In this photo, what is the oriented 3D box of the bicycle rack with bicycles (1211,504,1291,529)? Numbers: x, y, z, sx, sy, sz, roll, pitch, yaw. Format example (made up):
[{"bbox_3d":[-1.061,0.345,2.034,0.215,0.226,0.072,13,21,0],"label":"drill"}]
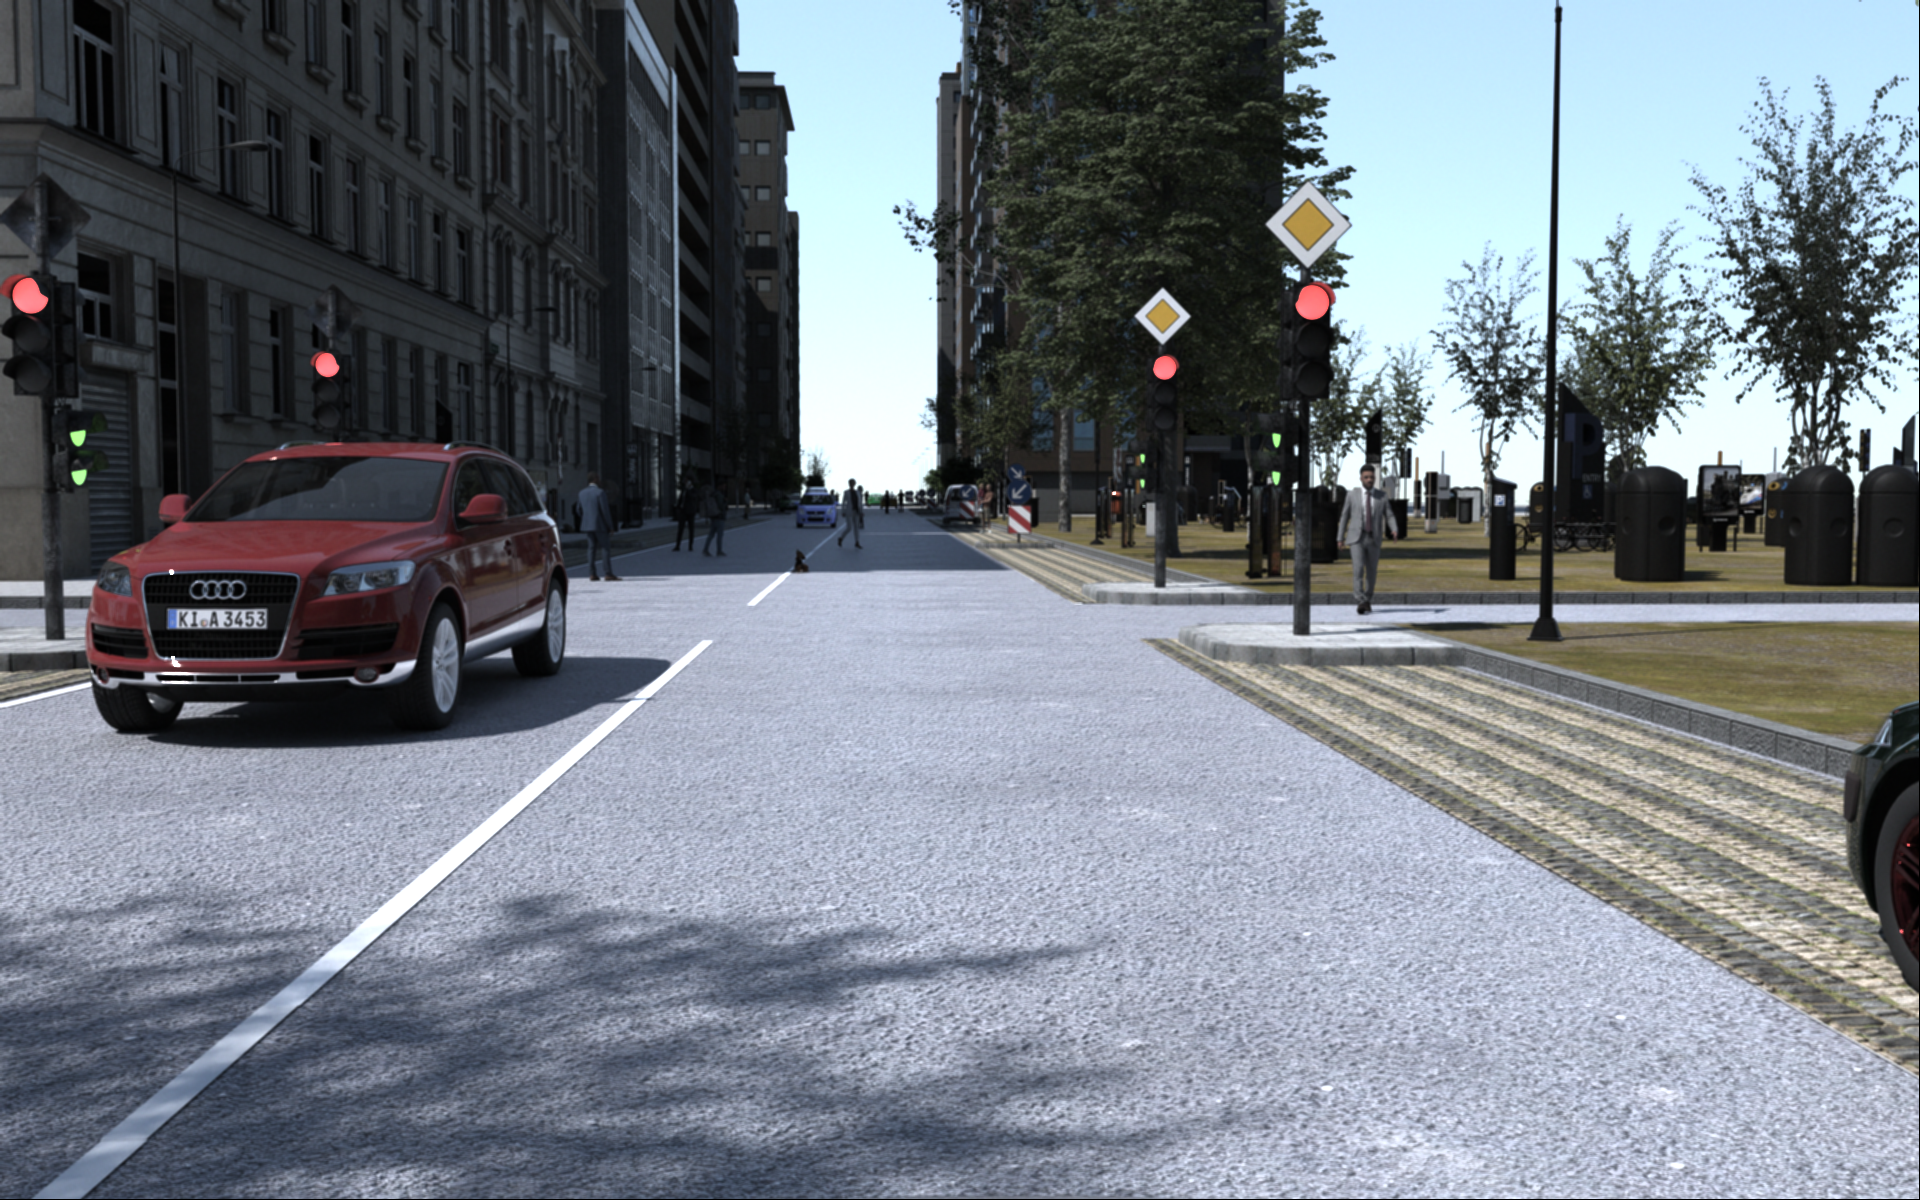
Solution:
[{"bbox_3d":[11.001,-3.171,65.230,2.925,0.926,2.852,1,4,12],"label":"bicycle rack with bicycles"}]

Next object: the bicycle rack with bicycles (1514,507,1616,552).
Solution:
[{"bbox_3d":[14.043,-1.574,39.113,2.925,0.926,2.852,3,4,36],"label":"bicycle rack with bicycles"}]

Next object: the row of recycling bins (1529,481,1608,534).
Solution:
[{"bbox_3d":[20.135,-3.040,56.817,1.069,1.692,3.534,-2,4,-27],"label":"row of recycling bins"}]

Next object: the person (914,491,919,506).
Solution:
[{"bbox_3d":[-5.098,-11.896,202.863,0.599,1.838,0.709,3,5,39],"label":"person"}]

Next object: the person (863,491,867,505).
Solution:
[{"bbox_3d":[-12.096,-13.115,222.915,1.348,1.826,0.705,-2,4,-34],"label":"person"}]

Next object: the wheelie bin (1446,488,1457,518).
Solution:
[{"bbox_3d":[26.683,-5.265,93.994,0.693,1.594,0.980,0,4,4],"label":"wheelie bin"}]

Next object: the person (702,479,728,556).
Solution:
[{"bbox_3d":[-5.569,-1.893,39.803,0.623,1.781,0.721,3,5,44],"label":"person"}]

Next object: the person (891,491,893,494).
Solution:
[{"bbox_3d":[-9.463,-14.255,241.576,0.705,1.824,1.348,-1,4,-20],"label":"person"}]

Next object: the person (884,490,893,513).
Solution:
[{"bbox_3d":[-5.341,-7.309,128.721,0.721,1.735,1.217,-2,4,-30],"label":"person"}]

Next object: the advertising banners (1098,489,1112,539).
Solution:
[{"bbox_3d":[4.346,-3.329,50.612,0.090,3.025,2.074,1,4,20],"label":"advertising banners"}]

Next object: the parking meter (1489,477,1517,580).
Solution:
[{"bbox_3d":[8.106,-1.066,25.843,0.372,1.533,0.369,0,3,0],"label":"parking meter"}]

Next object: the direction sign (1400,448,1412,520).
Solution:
[{"bbox_3d":[21.774,-5.667,84.658,0.876,3.537,0.379,-3,4,-38],"label":"direction sign"}]

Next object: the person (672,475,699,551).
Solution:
[{"bbox_3d":[-6.906,-2.191,43.691,0.648,1.900,0.474,1,4,16],"label":"person"}]

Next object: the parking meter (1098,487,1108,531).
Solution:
[{"bbox_3d":[4.915,-3.135,59.663,0.372,1.533,0.369,0,3,0],"label":"parking meter"}]

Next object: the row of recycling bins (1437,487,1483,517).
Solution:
[{"bbox_3d":[28.370,-5.558,97.985,3.534,1.692,1.069,-3,4,-36],"label":"row of recycling bins"}]

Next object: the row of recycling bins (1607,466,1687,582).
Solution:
[{"bbox_3d":[10.657,-1.200,26.740,1.069,1.692,3.534,1,4,22],"label":"row of recycling bins"}]

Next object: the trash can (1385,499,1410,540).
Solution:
[{"bbox_3d":[12.349,-2.286,49.025,0.748,1.137,0.748,0,3,0],"label":"trash can"}]

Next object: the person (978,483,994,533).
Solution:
[{"bbox_3d":[0.922,-3.391,63.911,0.580,1.828,0.573,-1,4,-15],"label":"person"}]

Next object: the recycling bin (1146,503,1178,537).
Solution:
[{"bbox_3d":[5.994,-2.376,51.398,0.722,1.027,0.722,3,4,36],"label":"recycling bin"}]

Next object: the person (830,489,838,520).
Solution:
[{"bbox_3d":[-6.952,-5.210,94.693,0.512,1.701,0.522,-1,4,-22],"label":"person"}]

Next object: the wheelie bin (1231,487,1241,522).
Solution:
[{"bbox_3d":[12.590,-4.407,79.967,0.693,1.594,0.980,1,4,18],"label":"wheelie bin"}]

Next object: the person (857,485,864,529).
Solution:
[{"bbox_3d":[-4.248,-3.882,72.148,0.526,1.800,0.537,1,4,21],"label":"person"}]

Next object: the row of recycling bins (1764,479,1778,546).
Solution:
[{"bbox_3d":[20.098,-2.095,41.366,1.069,1.692,3.534,1,4,12],"label":"row of recycling bins"}]

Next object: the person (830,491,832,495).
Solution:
[{"bbox_3d":[-14.470,-11.358,194.290,0.705,1.812,1.348,1,4,14],"label":"person"}]

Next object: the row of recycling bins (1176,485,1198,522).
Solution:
[{"bbox_3d":[10.376,-4.605,82.399,1.069,1.692,3.534,-1,4,-11],"label":"row of recycling bins"}]

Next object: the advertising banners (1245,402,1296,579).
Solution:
[{"bbox_3d":[4.890,-1.880,26.920,0.090,3.025,2.074,2,4,32],"label":"advertising banners"}]

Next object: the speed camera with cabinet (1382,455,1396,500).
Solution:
[{"bbox_3d":[21.933,-5.800,89.170,0.660,3.252,2.038,0,4,1],"label":"speed camera with cabinet"}]

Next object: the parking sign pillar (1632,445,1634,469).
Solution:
[{"bbox_3d":[36.309,-6.524,95.141,1.447,3.967,1.447,1,4,22],"label":"parking sign pillar"}]

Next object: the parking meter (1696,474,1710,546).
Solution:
[{"bbox_3d":[18.293,-2.249,42.475,0.399,1.863,0.255,0,4,0],"label":"parking meter"}]

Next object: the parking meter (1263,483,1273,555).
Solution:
[{"bbox_3d":[6.596,-1.739,36.848,0.372,1.533,0.369,0,3,0],"label":"parking meter"}]

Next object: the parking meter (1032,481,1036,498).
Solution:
[{"bbox_3d":[3.205,-4.394,77.556,0.399,1.863,0.255,0,4,-2],"label":"parking meter"}]

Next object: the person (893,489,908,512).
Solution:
[{"bbox_3d":[-4.715,-7.919,138.003,1.348,1.821,0.705,2,4,26],"label":"person"}]

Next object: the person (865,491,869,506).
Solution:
[{"bbox_3d":[-10.755,-11.837,202.172,0.705,1.807,1.348,-2,4,-30],"label":"person"}]

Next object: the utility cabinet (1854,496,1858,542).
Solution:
[{"bbox_3d":[24.299,-2.124,45.895,1.020,1.237,0.306,2,4,35],"label":"utility cabinet"}]

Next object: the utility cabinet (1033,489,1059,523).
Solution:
[{"bbox_3d":[3.786,-4.153,76.574,1.173,1.500,0.318,-2,4,-26],"label":"utility cabinet"}]

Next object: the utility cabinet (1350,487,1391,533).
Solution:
[{"bbox_3d":[13.473,-2.937,56.694,1.173,1.500,0.318,0,4,4],"label":"utility cabinet"}]

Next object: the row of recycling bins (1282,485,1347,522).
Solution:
[{"bbox_3d":[16.119,-4.424,79.449,3.534,1.692,1.069,3,4,39],"label":"row of recycling bins"}]

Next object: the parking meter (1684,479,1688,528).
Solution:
[{"bbox_3d":[27.603,-3.706,66.297,0.255,1.863,0.399,-3,5,-43],"label":"parking meter"}]

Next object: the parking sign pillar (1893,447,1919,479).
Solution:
[{"bbox_3d":[53.634,-6.713,98.223,1.447,3.967,1.447,0,4,4],"label":"parking sign pillar"}]

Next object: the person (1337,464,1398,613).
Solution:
[{"bbox_3d":[4.904,-0.740,20.878,0.678,1.792,0.850,0,4,5],"label":"person"}]

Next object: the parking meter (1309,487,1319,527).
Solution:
[{"bbox_3d":[13.602,-3.558,66.580,0.372,1.533,0.369,0,3,0],"label":"parking meter"}]

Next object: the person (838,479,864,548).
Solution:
[{"bbox_3d":[-2.888,-2.289,45.803,0.818,1.842,0.514,3,5,41],"label":"person"}]

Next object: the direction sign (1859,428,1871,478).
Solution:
[{"bbox_3d":[31.442,-4.174,60.246,0.379,3.537,0.876,0,4,7],"label":"direction sign"}]

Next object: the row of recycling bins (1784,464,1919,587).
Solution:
[{"bbox_3d":[13.451,-1.041,24.128,3.534,1.692,1.069,1,4,11],"label":"row of recycling bins"}]

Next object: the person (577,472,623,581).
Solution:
[{"bbox_3d":[-5.987,-1.218,28.595,0.721,1.800,0.419,1,4,20],"label":"person"}]

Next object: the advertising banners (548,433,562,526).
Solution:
[{"bbox_3d":[-11.444,-3.218,48.794,0.090,3.025,2.074,0,4,1],"label":"advertising banners"}]

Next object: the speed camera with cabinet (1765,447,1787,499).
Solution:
[{"bbox_3d":[34.737,-4.764,72.220,2.038,3.252,0.660,3,5,45],"label":"speed camera with cabinet"}]

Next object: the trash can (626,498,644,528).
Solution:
[{"bbox_3d":[-12.341,-3.302,65.641,0.748,1.137,0.748,0,3,0],"label":"trash can"}]

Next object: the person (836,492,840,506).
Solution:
[{"bbox_3d":[-14.886,-12.397,211.993,0.742,1.727,0.445,1,4,23],"label":"person"}]

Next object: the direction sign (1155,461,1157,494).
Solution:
[{"bbox_3d":[10.442,-6.115,91.980,0.379,3.537,0.876,0,4,-2],"label":"direction sign"}]

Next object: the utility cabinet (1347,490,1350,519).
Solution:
[{"bbox_3d":[19.481,-4.878,88.426,1.173,1.500,0.318,-2,4,-35],"label":"utility cabinet"}]

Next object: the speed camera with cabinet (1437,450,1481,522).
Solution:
[{"bbox_3d":[22.559,-5.153,78.580,2.038,3.252,0.660,0,4,6],"label":"speed camera with cabinet"}]

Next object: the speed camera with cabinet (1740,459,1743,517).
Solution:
[{"bbox_3d":[44.417,-6.356,98.248,0.660,3.252,2.038,2,4,28],"label":"speed camera with cabinet"}]

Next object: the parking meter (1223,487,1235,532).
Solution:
[{"bbox_3d":[9.128,-3.083,58.811,0.372,1.533,0.369,0,3,0],"label":"parking meter"}]

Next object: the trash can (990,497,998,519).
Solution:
[{"bbox_3d":[1.638,-4.758,89.441,0.748,1.137,0.748,0,3,0],"label":"trash can"}]

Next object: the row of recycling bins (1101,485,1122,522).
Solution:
[{"bbox_3d":[6.985,-4.462,80.068,1.069,1.692,3.534,1,4,9],"label":"row of recycling bins"}]

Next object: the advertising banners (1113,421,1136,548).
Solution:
[{"bbox_3d":[3.951,-2.762,41.339,0.090,3.025,2.074,1,4,17],"label":"advertising banners"}]

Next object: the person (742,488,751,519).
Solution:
[{"bbox_3d":[-11.966,-5.387,97.070,0.515,1.767,0.782,0,4,-3],"label":"person"}]

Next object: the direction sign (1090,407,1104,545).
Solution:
[{"bbox_3d":[3.485,-3.178,43.955,0.379,3.537,0.876,1,4,11],"label":"direction sign"}]

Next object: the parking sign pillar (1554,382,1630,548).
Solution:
[{"bbox_3d":[15.046,-3.272,41.968,1.447,3.967,1.447,-2,4,-33],"label":"parking sign pillar"}]
